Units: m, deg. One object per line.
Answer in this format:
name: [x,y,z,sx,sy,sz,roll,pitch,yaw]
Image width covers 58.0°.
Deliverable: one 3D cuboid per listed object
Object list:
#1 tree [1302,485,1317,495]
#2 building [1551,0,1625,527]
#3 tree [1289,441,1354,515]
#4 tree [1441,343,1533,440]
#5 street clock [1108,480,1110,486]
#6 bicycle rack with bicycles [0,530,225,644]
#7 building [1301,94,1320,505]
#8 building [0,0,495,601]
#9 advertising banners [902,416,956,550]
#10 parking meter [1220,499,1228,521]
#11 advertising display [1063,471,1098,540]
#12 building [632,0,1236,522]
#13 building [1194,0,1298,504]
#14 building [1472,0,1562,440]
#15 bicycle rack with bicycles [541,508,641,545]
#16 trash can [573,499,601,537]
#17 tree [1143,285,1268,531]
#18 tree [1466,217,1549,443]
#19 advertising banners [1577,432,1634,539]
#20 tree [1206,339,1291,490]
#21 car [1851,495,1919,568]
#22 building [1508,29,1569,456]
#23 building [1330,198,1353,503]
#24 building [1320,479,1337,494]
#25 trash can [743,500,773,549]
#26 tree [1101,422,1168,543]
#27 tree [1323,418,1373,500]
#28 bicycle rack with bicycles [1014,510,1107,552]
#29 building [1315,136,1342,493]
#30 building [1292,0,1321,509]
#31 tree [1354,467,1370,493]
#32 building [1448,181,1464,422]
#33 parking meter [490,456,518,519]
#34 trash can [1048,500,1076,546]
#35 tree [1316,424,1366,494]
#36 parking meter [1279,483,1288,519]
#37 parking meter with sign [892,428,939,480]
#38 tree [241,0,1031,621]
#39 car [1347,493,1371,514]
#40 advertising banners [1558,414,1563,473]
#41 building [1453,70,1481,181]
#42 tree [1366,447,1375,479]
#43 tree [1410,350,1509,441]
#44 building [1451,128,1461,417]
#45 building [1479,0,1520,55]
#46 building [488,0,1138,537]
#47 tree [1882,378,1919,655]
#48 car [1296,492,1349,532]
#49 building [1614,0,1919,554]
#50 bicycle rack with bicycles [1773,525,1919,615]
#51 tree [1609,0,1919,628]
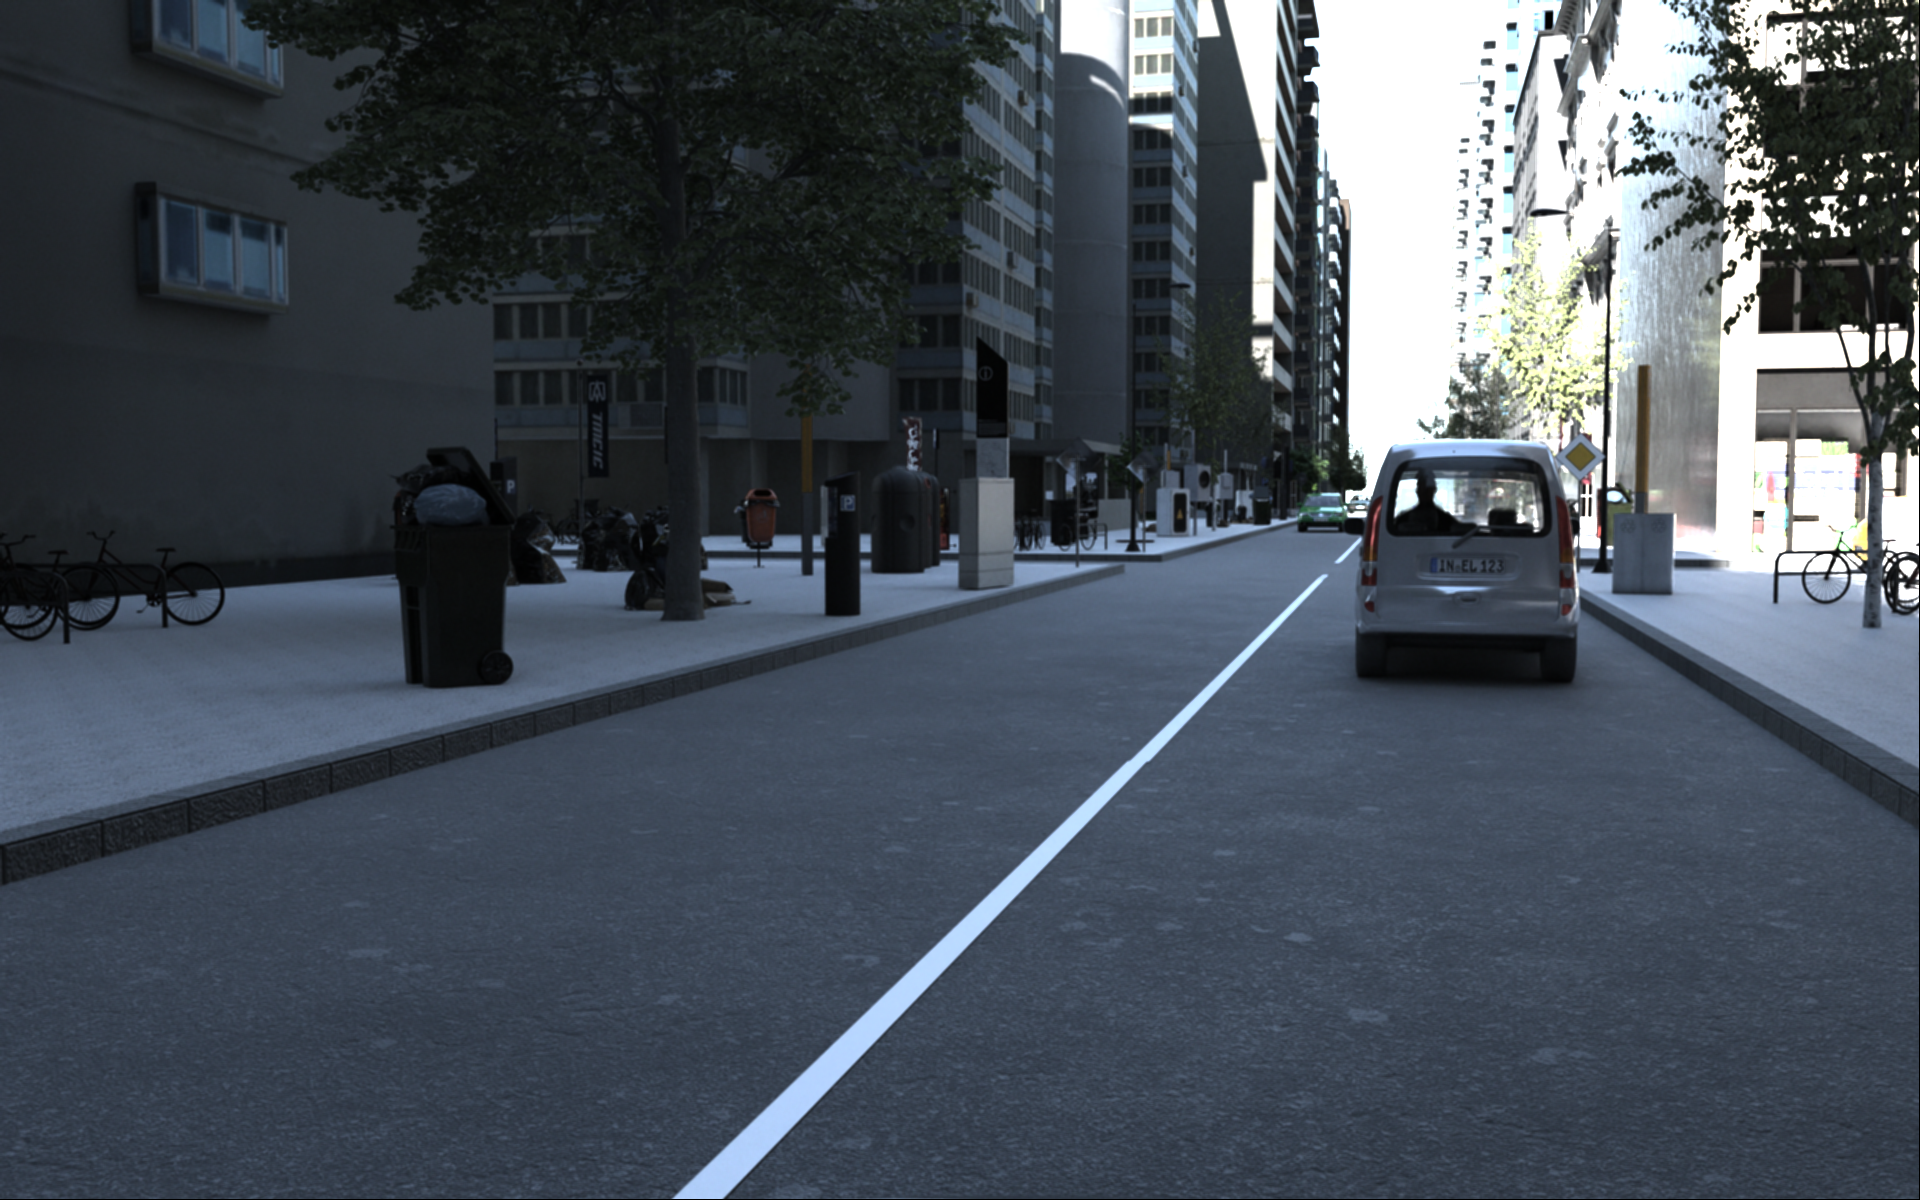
tree: [25.171,-8.035,125.977,1.663,3.219,1.824,0,3,0]
building: [32.265,-17.349,71.053,14.401,28.519,23.554,1,4,14]
tree: [20.957,-7.519,106.648,4.285,4.588,4.351,0,3,0]
tree: [24.950,-8.036,81.758,4.360,8.622,3.978,0,3,0]
street clock: [6.707,-4.353,75.737,0.471,2.002,0.358,2,4,25]
bicycle rack with bicycles: [-8.683,-0.152,15.875,2.925,0.926,2.852,0,4,2]
building: [27.496,-29.724,169.580,14.154,41.232,14.086,1,4,14]
building: [-21.015,-24.330,21.495,21.600,48.544,21.300,1,4,14]
advertising banners: [-0.426,-2.646,39.453,2.074,3.025,0.090,-2,4,-32]
parking meter: [12.577,-4.531,82.492,0.372,1.533,0.369,0,3,0]
advertising display: [3.403,-2.663,48.760,0.974,1.923,0.123,0,4,-7]
building: [0.918,-25.081,101.959,32.217,40.220,23.993,1,4,14]
building: [12.518,-30.595,123.929,21.300,48.544,21.600,1,4,14]
building: [51.348,-50.014,130.399,22.319,86.520,31.000,1,4,14]
bicycle rack with bicycles: [-9.595,-1.917,44.723,2.925,0.926,2.852,-1,4,-15]
trash can: [-10.336,-2.222,47.991,0.748,1.137,0.748,0,3,0]
tree: [8.634,-6.713,60.120,4.737,8.622,4.395,0,3,0]
tree: [15.808,-5.881,46.518,4.737,8.622,4.395,0,3,0]
advertising banners: [18.452,-3.263,49.544,2.074,3.025,0.090,-1,4,-22]
tree: [13.530,-7.989,80.987,4.360,8.622,3.978,0,3,0]
car: [17.947,-1.237,30.452,3.980,1.641,2.015,1,4,13]
building: [38.002,-18.408,94.485,14.314,27.812,24.014,1,4,14]
building: [50.429,-37.044,255.772,14.600,45.320,14.200,1,4,14]
building: [29.300,-31.652,209.390,32.217,40.220,23.993,1,4,14]
trash can: [-4.668,-1.751,40.289,0.748,1.137,0.748,0,3,0]
tree: [4.531,-3.150,46.109,1.663,3.219,1.824,0,3,0]
tree: [37.355,-13.316,168.075,4.737,8.622,4.395,0,3,0]
bicycle rack with bicycles: [2.016,-1.601,39.556,2.852,0.926,2.925,2,4,27]
building: [39.822,-37.623,234.749,23.786,49.044,30.456,1,4,14]
building: [19.220,-30.238,149.017,22.147,44.769,28.867,1,4,14]
tree: [38.442,-11.612,173.572,4.285,4.588,4.351,0,3,0]
building: [71.196,-33.205,226.494,14.154,41.232,14.086,1,4,14]
parking meter: [-7.053,-1.289,26.793,0.255,1.863,0.399,2,4,25]
trash can: [2.566,-1.929,43.190,0.748,1.137,0.748,0,3,0]
tree: [39.102,-14.040,179.914,4.360,8.622,3.978,0,3,0]
parking meter: [16.642,-5.097,89.042,0.399,1.863,0.255,0,4,5]
parking meter with sign: [-1.445,-3.032,45.832,1.738,3.016,0.543,0,4,-8]
tree: [-3.143,-6.087,17.642,7.486,12.596,7.792,0,3,0]
car: [29.343,-7.143,126.570,2.009,1.686,4.222,1,4,15]
advertising banners: [13.304,-2.600,38.693,0.090,3.025,2.074,1,4,14]
building: [80.445,-43.021,245.389,21.231,58.520,28.212,1,4,14]
tree: [61.197,-19.205,264.367,4.360,8.622,3.978,0,3,0]
tree: [33.485,-10.942,113.320,8.767,10.594,7.601,2,4,26]
building: [69.766,-35.723,203.671,23.786,49.044,30.456,1,4,14]
building: [59.663,-33.137,161.400,23.786,49.044,30.456,1,4,14]
building: [-10.481,-22.669,62.513,32.217,40.220,23.993,1,4,14]
tree: [7.839,-1.123,12.960,1.663,3.219,1.824,0,3,0]
car: [13.934,-3.525,66.437,1.959,1.807,4.718,1,4,14]
building: [35.134,-14.498,41.558,34.151,26.468,19.350,1,4,14]
bicycle rack with bicycles: [10.876,-0.385,19.669,2.925,0.926,2.852,-1,4,-15]
tree: [8.552,-4.040,16.421,4.737,8.622,4.395,0,3,0]
